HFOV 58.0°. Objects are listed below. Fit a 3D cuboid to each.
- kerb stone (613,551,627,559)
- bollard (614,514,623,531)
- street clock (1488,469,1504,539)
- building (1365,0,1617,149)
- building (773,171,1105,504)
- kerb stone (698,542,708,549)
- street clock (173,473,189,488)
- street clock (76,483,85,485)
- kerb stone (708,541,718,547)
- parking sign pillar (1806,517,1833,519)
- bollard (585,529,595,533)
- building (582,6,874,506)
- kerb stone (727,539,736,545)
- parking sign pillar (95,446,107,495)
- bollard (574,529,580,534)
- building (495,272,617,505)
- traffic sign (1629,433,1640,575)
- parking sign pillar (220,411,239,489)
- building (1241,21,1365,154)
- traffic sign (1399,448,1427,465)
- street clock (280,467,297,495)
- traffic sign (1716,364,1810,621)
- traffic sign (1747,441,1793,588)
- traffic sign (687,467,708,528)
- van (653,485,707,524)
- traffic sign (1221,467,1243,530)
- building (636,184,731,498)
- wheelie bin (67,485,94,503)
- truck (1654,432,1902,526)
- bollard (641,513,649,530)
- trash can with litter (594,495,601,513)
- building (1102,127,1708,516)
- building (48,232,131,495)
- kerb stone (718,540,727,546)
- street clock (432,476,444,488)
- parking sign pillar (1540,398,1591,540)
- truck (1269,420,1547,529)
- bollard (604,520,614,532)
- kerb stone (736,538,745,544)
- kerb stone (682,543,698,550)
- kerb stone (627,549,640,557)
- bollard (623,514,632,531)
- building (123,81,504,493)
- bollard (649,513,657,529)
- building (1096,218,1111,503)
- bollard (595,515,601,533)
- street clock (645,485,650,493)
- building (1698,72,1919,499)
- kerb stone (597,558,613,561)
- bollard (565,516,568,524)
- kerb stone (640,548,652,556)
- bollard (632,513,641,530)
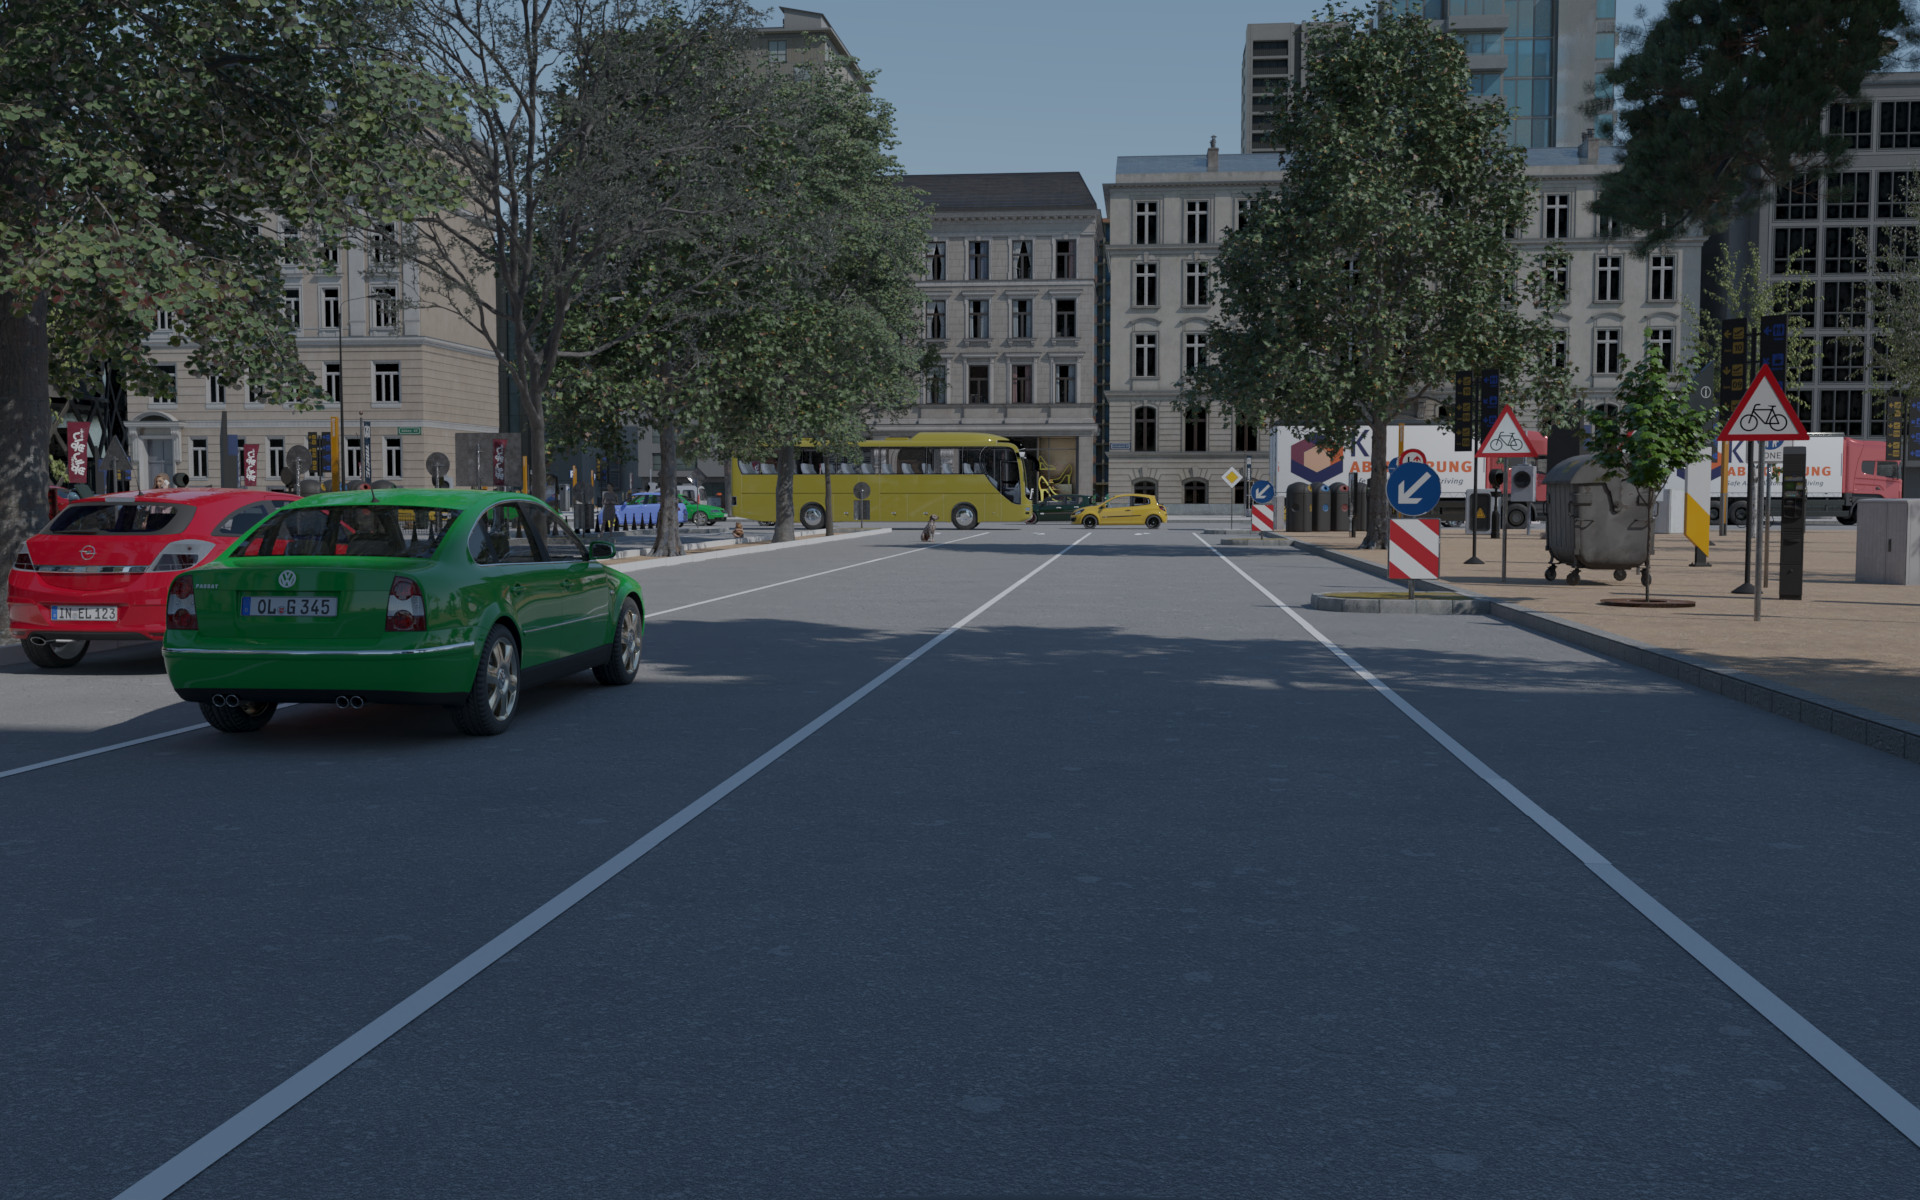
[{"bbox_3d":[-7.628,-0.979,38.270,0.120,0.150,1.000,0,4,6],"label":"kerb stone"},{"bbox_3d":[-11.812,-2.660,59.531,0.229,0.601,0.229,0,3,0],"label":"bollard"},{"bbox_3d":[15.352,-2.755,49.612,0.471,2.002,0.358,-3,5,-40],"label":"street clock"},{"bbox_3d":[49.012,-33.467,166.799,23.786,49.044,30.456,0,4,6],"label":"building"},{"bbox_3d":[-11.470,-15.688,107.400,40.483,20.767,10.553,0,4,6],"label":"building"},{"bbox_3d":[-6.857,-1.421,45.436,0.120,0.150,1.000,0,4,6],"label":"kerb stone"},{"bbox_3d":[-26.268,-3.295,58.446,0.358,2.002,0.471,3,4,36],"label":"street clock"},{"bbox_3d":[-50.186,-5.770,98.904,0.358,2.002,0.471,1,4,21],"label":"street clock"},{"bbox_3d":[-6.744,-1.483,46.462,0.120,0.150,1.000,0,4,6],"label":"kerb stone"},{"bbox_3d":[44.077,-6.146,88.964,1.447,3.967,1.447,0,4,1],"label":"parking sign pillar"},{"bbox_3d":[-12.143,-2.472,56.454,0.229,0.601,0.229,0,3,0],"label":"bollard"},{"bbox_3d":[-25.603,-37.214,197.685,27.495,52.752,28.713,0,4,6],"label":"building"},{"bbox_3d":[-6.531,-1.605,48.516,0.120,0.150,1.000,0,4,6],"label":"kerb stone"},{"bbox_3d":[-48.196,-6.650,97.192,1.447,3.967,1.447,-1,4,-20],"label":"parking sign pillar"},{"bbox_3d":[-12.256,-2.409,55.422,0.229,0.601,0.229,0,3,0],"label":"bollard"},{"bbox_3d":[-46.274,-26.633,207.145,14.107,30.474,14.160,0,4,6],"label":"building"},{"bbox_3d":[10.751,-1.675,27.393,0.884,2.594,0.081,1,4,15],"label":"traffic sign"},{"bbox_3d":[-23.982,-4.179,56.807,1.447,3.967,1.447,-2,4,-27],"label":"parking sign pillar"},{"bbox_3d":[53.736,-50.617,265.847,20.611,71.187,20.563,0,4,6],"label":"building"},{"bbox_3d":[12.605,-2.946,48.278,0.768,2.556,0.104,1,4,12],"label":"traffic sign"},{"bbox_3d":[-17.836,-2.542,46.130,0.471,2.002,0.358,2,4,30],"label":"street clock"},{"bbox_3d":[8.043,-1.064,17.400,0.884,2.594,0.081,1,4,8],"label":"traffic sign"},{"bbox_3d":[11.029,-1.316,23.640,0.606,2.300,0.079,1,4,14],"label":"traffic sign"},{"bbox_3d":[-9.805,-3.737,64.740,0.795,2.450,0.064,0,4,6],"label":"traffic sign"},{"bbox_3d":[-14.449,-4.754,84.739,4.112,2.044,2.013,0,4,7],"label":"van"},{"bbox_3d":[9.825,-3.607,62.621,0.795,2.450,0.064,0,4,6],"label":"traffic sign"},{"bbox_3d":[-22.154,-24.055,164.997,14.160,30.474,14.107,0,4,6],"label":"building"},{"bbox_3d":[-29.862,-3.116,58.856,0.693,1.594,0.980,1,4,12],"label":"wheelie bin"},{"bbox_3d":[37.772,-5.552,79.681,11.283,4.237,2.839,0,4,5],"label":"truck"},{"bbox_3d":[-11.481,-2.848,62.606,0.229,0.601,0.229,0,3,0],"label":"bollard"},{"bbox_3d":[-24.585,-6.639,119.608,1.678,1.210,2.233,1,4,20],"label":"trash can with litter"},{"bbox_3d":[26.220,-17.554,106.087,34.723,24.649,14.460,0,4,6],"label":"building"},{"bbox_3d":[-66.187,-15.280,117.280,16.811,18.784,16.820,0,4,6],"label":"building"},{"bbox_3d":[-6.638,-1.547,47.496,0.120,0.150,1.000,0,4,6],"label":"kerb stone"},{"bbox_3d":[-17.301,-3.233,57.436,0.358,2.002,0.471,0,4,8],"label":"street clock"},{"bbox_3d":[17.178,-3.696,48.906,1.447,3.967,1.447,-1,4,-23],"label":"parking sign pillar"},{"bbox_3d":[17.660,-4.751,66.588,11.283,4.237,2.839,0,4,5],"label":"truck"},{"bbox_3d":[-11.926,-2.597,58.496,0.229,0.601,0.229,0,3,0],"label":"bollard"},{"bbox_3d":[-6.411,-1.670,49.546,0.120,0.150,1.000,0,4,6],"label":"kerb stone"},{"bbox_3d":[-6.965,-1.359,44.412,0.120,0.150,1.000,0,4,6],"label":"kerb stone"},{"bbox_3d":[-7.524,-1.046,39.297,0.120,0.150,1.000,0,4,6],"label":"kerb stone"},{"bbox_3d":[-11.698,-2.723,60.563,0.229,0.601,0.229,0,3,0],"label":"bollard"},{"bbox_3d":[-41.941,-20.016,113.159,20.117,28.700,13.634,0,4,6],"label":"building"},{"bbox_3d":[-11.370,-2.910,63.627,0.229,0.601,0.229,0,3,0],"label":"bollard"},{"bbox_3d":[29.119,-37.583,269.106,28.867,44.769,22.147,0,4,6],"label":"building"},{"bbox_3d":[-12.032,-2.534,57.475,0.229,0.601,0.229,0,3,0],"label":"bollard"},{"bbox_3d":[-23.806,-7.791,131.952,0.358,2.002,0.471,1,4,20],"label":"street clock"},{"bbox_3d":[56.043,-18.903,102.568,24.014,27.812,14.314,0,4,6],"label":"building"},{"bbox_3d":[-7.732,-0.920,37.238,0.120,0.150,1.000,0,4,6],"label":"kerb stone"},{"bbox_3d":[-12.363,-2.346,54.395,0.229,0.601,0.229,0,3,0],"label":"bollard"},{"bbox_3d":[-7.397,-1.104,40.315,0.120,0.150,1.000,0,4,6],"label":"kerb stone"},{"bbox_3d":[-11.591,-2.786,61.586,0.229,0.601,0.229,0,3,0],"label":"bollard"}]
